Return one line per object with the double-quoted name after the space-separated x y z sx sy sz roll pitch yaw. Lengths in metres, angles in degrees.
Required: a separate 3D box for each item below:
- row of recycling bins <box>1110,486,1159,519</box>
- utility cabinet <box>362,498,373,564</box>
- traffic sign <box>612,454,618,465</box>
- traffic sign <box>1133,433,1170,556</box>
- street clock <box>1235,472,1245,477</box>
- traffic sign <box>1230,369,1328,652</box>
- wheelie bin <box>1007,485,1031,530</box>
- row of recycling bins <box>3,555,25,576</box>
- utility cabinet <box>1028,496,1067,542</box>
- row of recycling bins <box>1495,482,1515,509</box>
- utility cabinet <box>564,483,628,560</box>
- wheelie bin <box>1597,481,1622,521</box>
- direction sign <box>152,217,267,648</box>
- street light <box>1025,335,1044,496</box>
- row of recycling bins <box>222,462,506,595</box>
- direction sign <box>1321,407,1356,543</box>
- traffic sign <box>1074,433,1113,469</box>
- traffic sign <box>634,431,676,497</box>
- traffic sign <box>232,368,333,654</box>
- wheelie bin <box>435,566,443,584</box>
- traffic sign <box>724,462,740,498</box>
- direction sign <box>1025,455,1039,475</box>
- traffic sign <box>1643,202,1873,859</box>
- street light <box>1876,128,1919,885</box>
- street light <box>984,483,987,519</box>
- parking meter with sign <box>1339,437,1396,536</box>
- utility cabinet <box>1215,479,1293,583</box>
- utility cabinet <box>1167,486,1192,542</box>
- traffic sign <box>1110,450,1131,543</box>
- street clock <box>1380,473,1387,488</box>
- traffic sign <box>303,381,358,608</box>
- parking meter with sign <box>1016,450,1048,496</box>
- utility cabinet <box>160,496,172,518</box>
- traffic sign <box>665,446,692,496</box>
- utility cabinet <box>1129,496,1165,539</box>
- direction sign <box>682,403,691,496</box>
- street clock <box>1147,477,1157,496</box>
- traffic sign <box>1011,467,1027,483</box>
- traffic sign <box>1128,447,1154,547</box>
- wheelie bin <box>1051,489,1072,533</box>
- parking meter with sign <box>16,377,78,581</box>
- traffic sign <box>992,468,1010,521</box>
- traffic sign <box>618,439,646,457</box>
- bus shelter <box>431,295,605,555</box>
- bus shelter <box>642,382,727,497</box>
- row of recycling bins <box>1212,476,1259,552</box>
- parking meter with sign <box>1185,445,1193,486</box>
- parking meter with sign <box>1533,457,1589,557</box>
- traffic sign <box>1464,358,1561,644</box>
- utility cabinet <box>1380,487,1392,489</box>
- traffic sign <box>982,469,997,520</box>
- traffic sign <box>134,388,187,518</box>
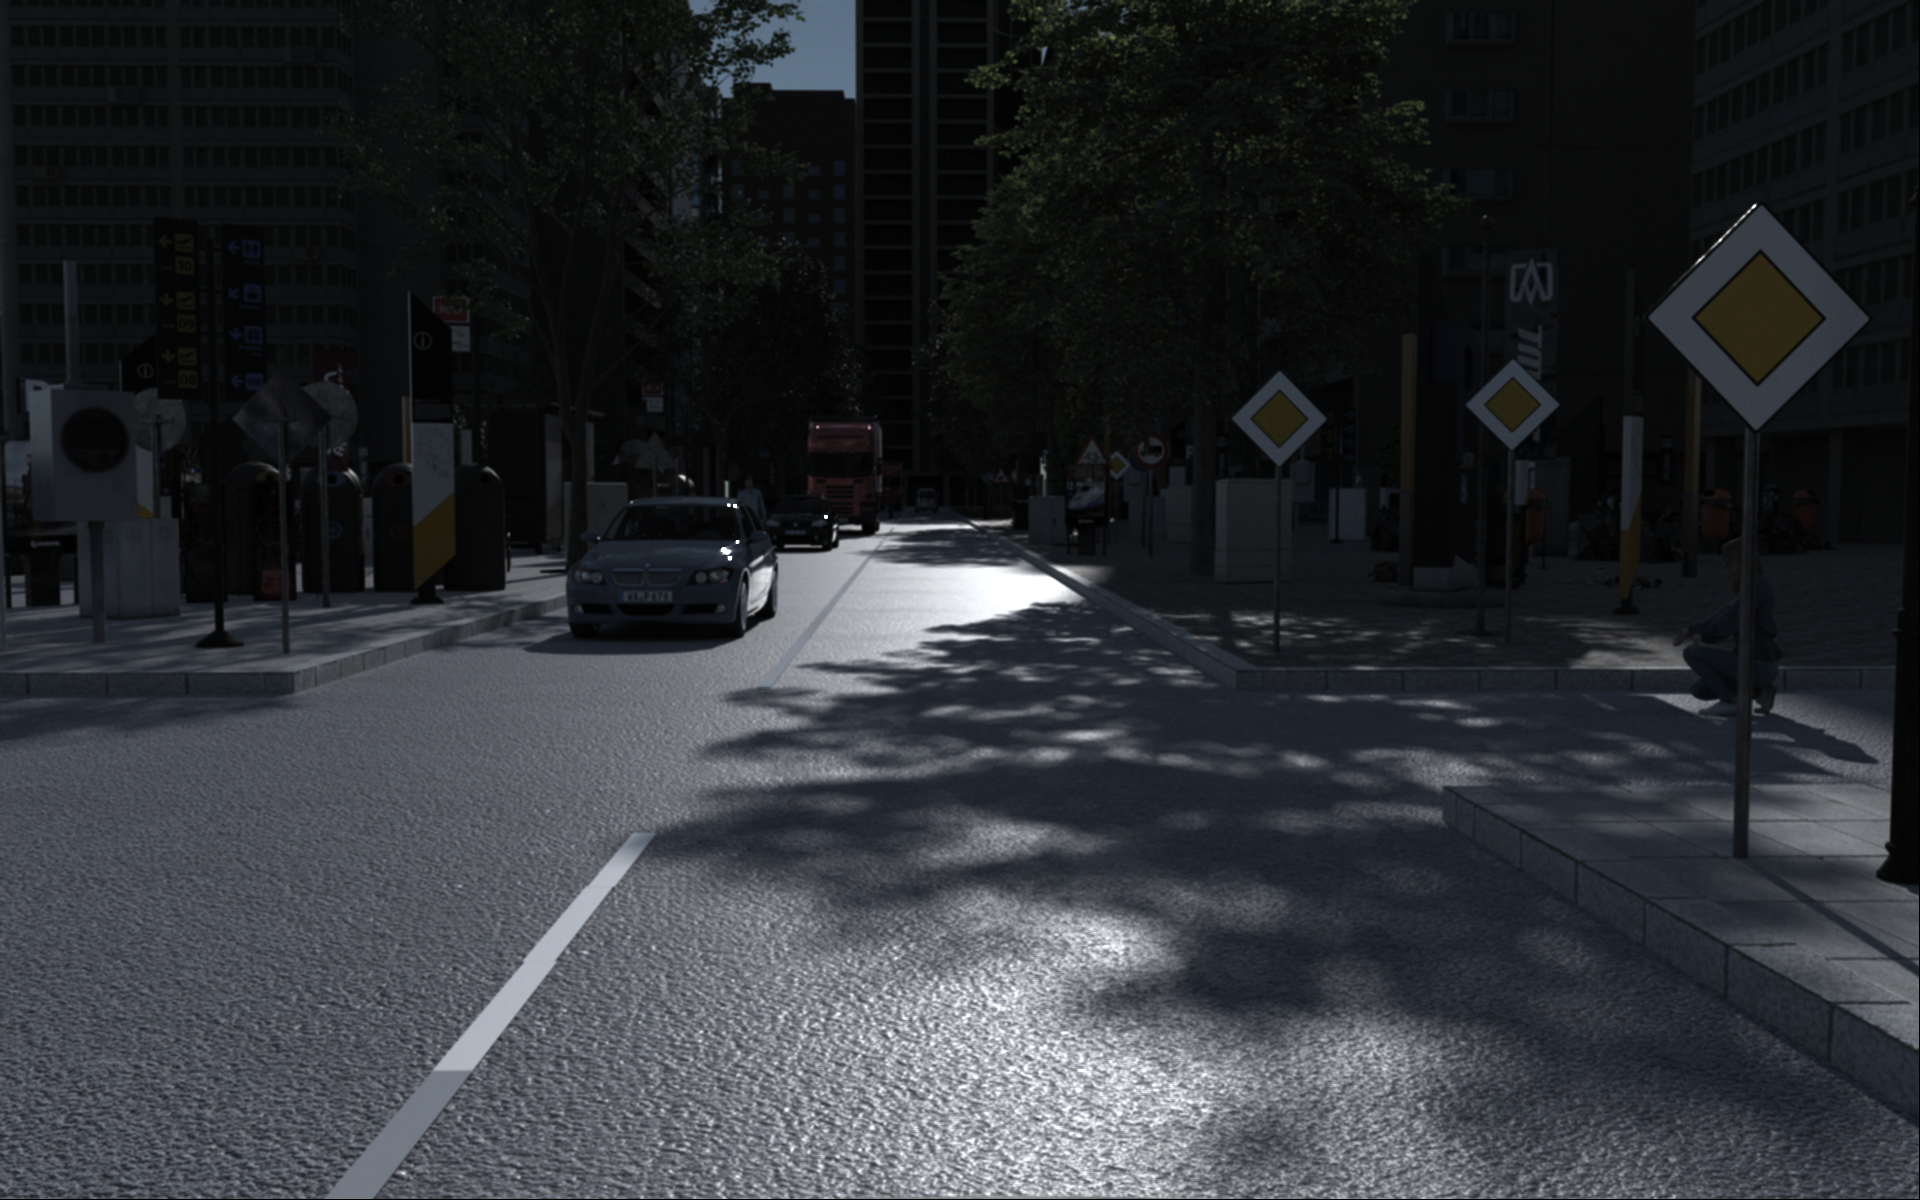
8.572 -4.974 88.438 3.534 1.692 1.069 2 4 35 "row of recycling bins"
-10.934 -1.290 32.249 0.306 1.237 1.020 -2 4 -33 "utility cabinet"
-9.412 -2.948 48.205 0.884 2.594 0.081 0 4 8 "traffic sign"
3.931 -2.175 35.675 0.768 2.556 0.104 0 4 1 "traffic sign"
9.193 -3.203 56.946 0.358 2.002 0.471 -1 4 -8 "street clock"
2.573 -0.636 14.037 0.795 2.450 0.064 0 4 -1 "traffic sign"
2.182 -3.354 62.740 0.980 1.594 0.693 -1 4 -9 "wheelie bin"
-15.264 -1.166 26.180 1.069 1.692 3.534 0 4 0 "row of recycling bins"
2.354 -2.156 46.411 1.020 1.237 0.306 0 4 8 "utility cabinet"
19.379 -3.233 59.964 1.069 1.692 3.534 0 4 3 "row of recycling bins"
-6.995 -1.508 33.328 1.173 1.500 0.318 -1 4 -21 "utility cabinet"
16.050 -2.119 42.558 0.693 1.594 0.980 1 4 8 "wheelie bin"
-6.246 -1.377 14.511 0.876 3.537 0.379 -3 5 -40 "direction sign"
2.175 -4.759 50.591 0.468 5.910 1.993 0 4 -1 "street light"
-7.828 -0.960 22.809 3.534 1.692 1.069 -1 4 -19 "row of recycling bins"
9.819 -3.244 45.031 0.876 3.537 0.379 0 4 7 "direction sign"
2.823 -2.264 37.026 0.884 2.594 0.081 0 4 4 "traffic sign"
-6.301 -2.189 35.786 0.884 2.594 0.081 0 3 0 "traffic sign"
-5.420 -0.626 13.877 0.795 2.450 0.064 0 4 -1 "traffic sign"
-7.632 -1.031 24.765 0.980 1.594 0.693 -1 4 -17 "wheelie bin"
-9.179 -4.233 69.312 0.768 2.556 0.104 0 4 1 "traffic sign"
3.422 -5.552 82.764 0.876 3.537 0.379 -2 4 -32 "direction sign"
2.754 -0.147 6.054 0.795 2.450 0.064 0 4 -1 "traffic sign"
3.153 -2.006 5.589 0.468 5.910 1.993 0 4 -1 "street light"
1.292 -7.056 88.147 0.468 5.910 1.993 0 4 -1 "street light"
12.547 -3.484 53.219 1.738 3.016 0.543 -1 4 -19 "parking meter with sign"
4.239 -1.000 25.036 1.173 1.500 0.318 -2 4 -29 "utility cabinet"
5.948 -2.255 45.545 0.318 1.500 1.173 -2 4 -32 "utility cabinet"
4.111 -2.711 45.509 0.795 2.450 0.064 0 4 6 "traffic sign"
14.805 -3.425 60.563 0.358 2.002 0.471 1 4 16 "street clock"
-7.163 -1.186 19.505 0.768 2.556 0.104 0 4 1 "traffic sign"
2.854 -4.342 67.260 1.738 3.016 0.543 -3 5 -44 "parking meter with sign"
-22.437 -2.305 48.849 1.020 1.237 0.306 -3 4 -39 "utility cabinet"
-7.547 -2.823 46.254 0.768 2.556 0.104 0 4 1 "traffic sign"
5.385 -2.366 49.845 1.020 1.237 0.306 0 4 5 "utility cabinet"
-6.860 -3.152 43.525 0.379 3.537 0.876 0 4 2 "direction sign"
8.027 -4.178 72.872 0.471 2.002 0.358 -1 4 -13 "street clock"
2.731 -4.891 80.067 0.768 2.556 0.104 0 4 7 "traffic sign"
4.478 -2.574 42.189 0.768 2.556 0.104 0 4 2 "traffic sign"
3.347 -2.986 56.732 0.693 1.594 0.980 -3 5 -44 "wheelie bin"
-13.144 -1.795 25.614 1.738 3.016 0.543 2 4 31 "parking meter with sign"
1.973 -5.076 83.001 0.884 2.594 0.081 0 4 7 "traffic sign"
-7.525 -2.444 40.069 0.768 2.556 0.104 0 4 2 "traffic sign"
-9.629 -3.678 37.764 2.179 5.291 8.768 0 4 -1 "bus shelter"
-10.136 -5.259 63.614 2.179 5.291 8.768 0 4 -1 "bus shelter"
6.382 -2.004 39.882 1.069 1.692 3.534 2 4 24 "row of recycling bins"
8.541 -3.923 60.406 0.543 3.016 1.738 -2 4 -33 "parking meter with sign"
12.168 -2.403 35.546 1.738 3.016 0.543 1 4 22 "parking meter with sign"
4.686 -0.830 14.759 0.795 2.450 0.064 0 4 8 "traffic sign"
13.814 -2.964 57.136 0.318 1.500 1.173 -1 4 -15 "utility cabinet"
1.484 -5.315 87.008 0.768 2.556 0.104 0 4 2 "traffic sign"
-9.642 -1.264 20.770 0.768 2.556 0.104 0 4 5 "traffic sign"
